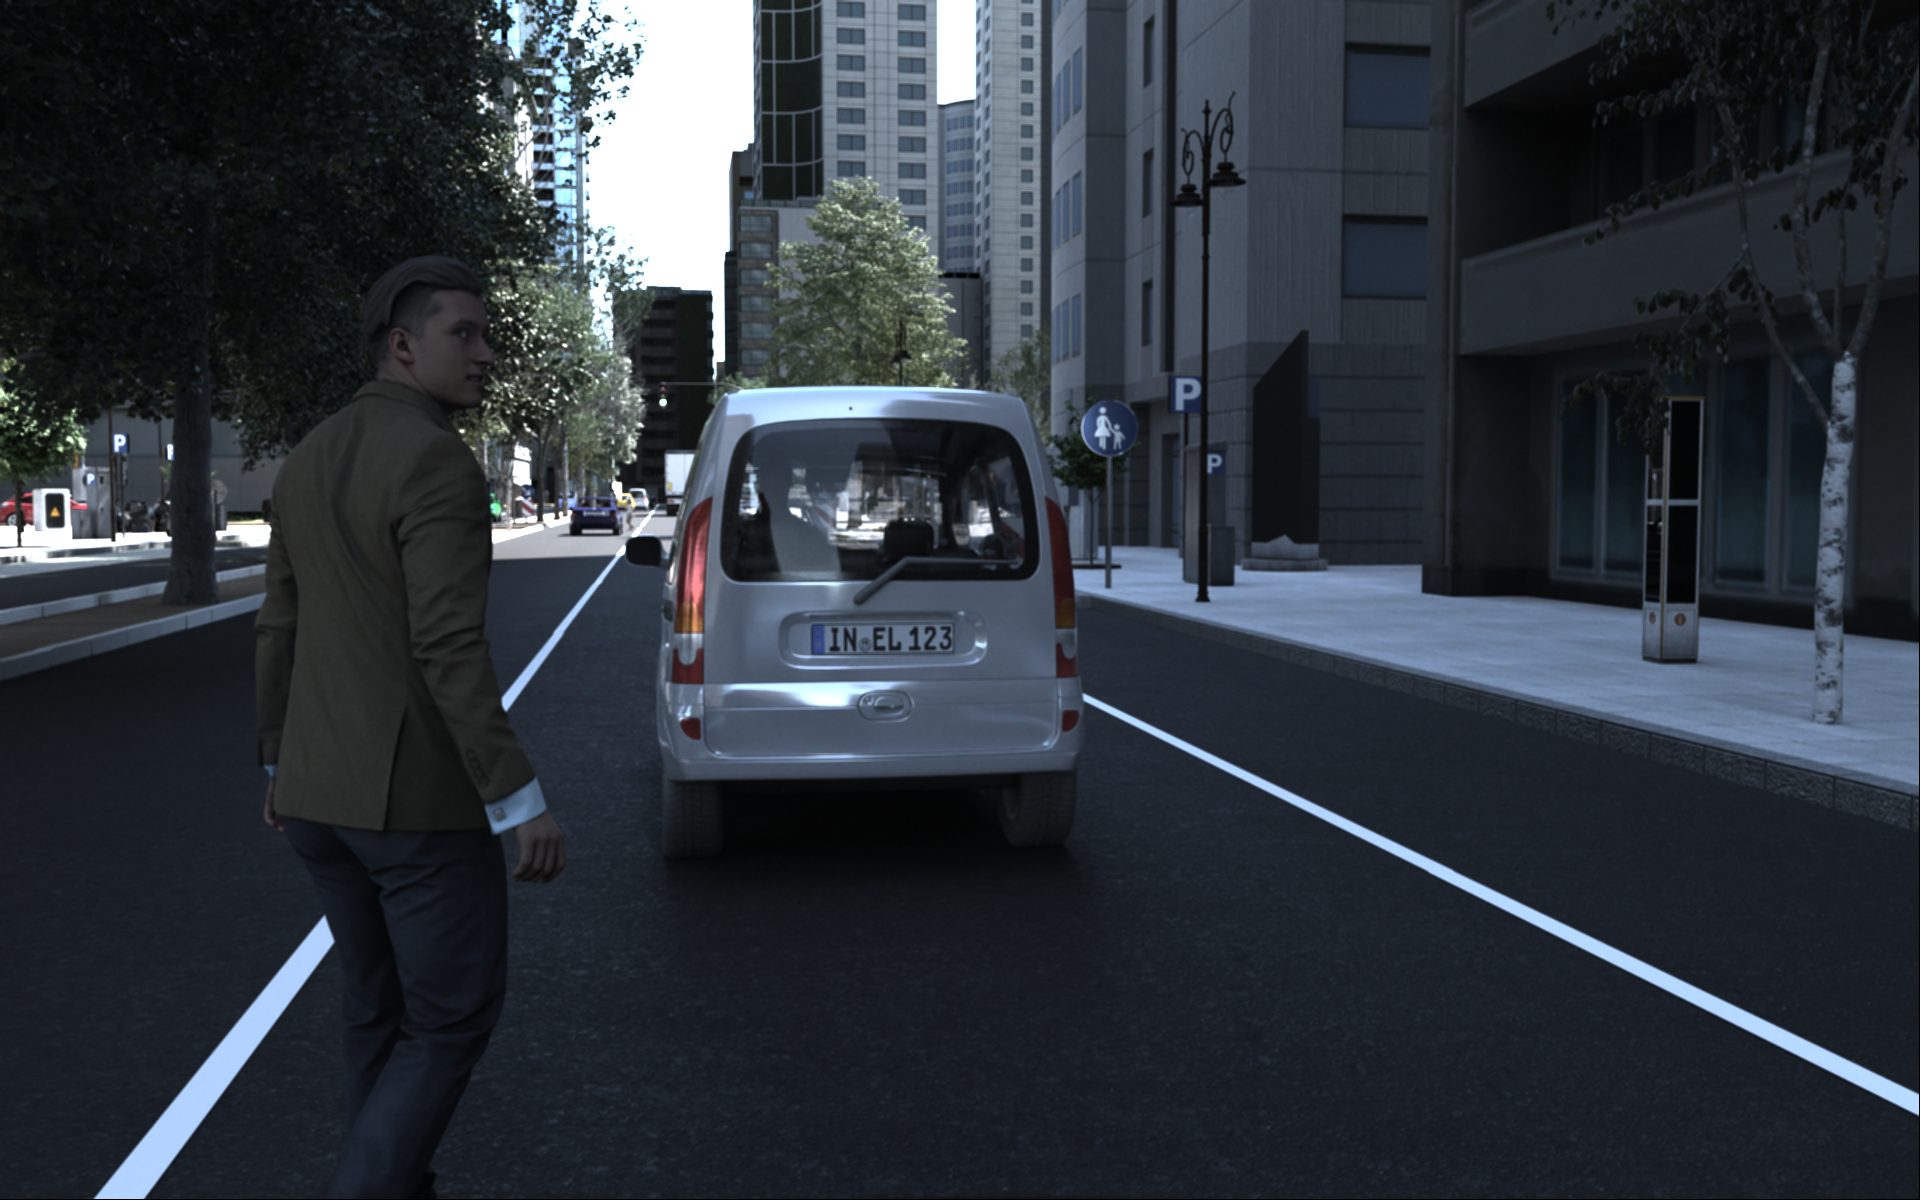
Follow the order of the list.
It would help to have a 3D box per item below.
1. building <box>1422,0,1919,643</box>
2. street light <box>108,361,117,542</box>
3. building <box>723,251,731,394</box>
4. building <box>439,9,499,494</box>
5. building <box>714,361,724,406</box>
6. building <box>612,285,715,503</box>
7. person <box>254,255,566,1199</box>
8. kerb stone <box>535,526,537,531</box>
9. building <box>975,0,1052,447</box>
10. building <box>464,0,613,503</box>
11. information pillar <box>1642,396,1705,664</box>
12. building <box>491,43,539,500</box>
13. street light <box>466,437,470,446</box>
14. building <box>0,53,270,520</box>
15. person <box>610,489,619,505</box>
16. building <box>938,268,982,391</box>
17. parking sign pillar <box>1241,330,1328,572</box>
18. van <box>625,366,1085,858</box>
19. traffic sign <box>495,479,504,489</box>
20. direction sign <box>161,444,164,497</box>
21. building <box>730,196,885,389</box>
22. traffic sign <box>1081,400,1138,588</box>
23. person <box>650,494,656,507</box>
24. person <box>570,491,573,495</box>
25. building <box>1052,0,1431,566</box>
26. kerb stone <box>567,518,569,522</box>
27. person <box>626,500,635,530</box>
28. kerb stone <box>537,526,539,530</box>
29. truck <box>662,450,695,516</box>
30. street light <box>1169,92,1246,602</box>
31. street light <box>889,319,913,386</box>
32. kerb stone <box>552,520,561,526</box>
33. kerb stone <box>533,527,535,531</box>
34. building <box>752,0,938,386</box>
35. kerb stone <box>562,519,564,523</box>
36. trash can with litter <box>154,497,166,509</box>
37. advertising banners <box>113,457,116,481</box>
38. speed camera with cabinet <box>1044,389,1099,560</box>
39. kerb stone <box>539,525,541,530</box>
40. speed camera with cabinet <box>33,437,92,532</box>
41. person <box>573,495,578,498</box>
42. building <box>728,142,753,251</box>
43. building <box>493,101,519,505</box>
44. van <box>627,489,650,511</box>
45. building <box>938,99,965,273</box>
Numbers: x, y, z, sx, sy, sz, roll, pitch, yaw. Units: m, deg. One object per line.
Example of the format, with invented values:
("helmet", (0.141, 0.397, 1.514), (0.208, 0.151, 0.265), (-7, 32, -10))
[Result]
("building", (18.233, -23.773, 12.395), (21.300, 48.544, 21.600), (-1, 4, -10))
("street light", (-22.542, -4.475, 45.953), (0.468, 5.910, 1.993), (-1, 4, -10))
("building", (-21.287, -26.666, 207.685), (14.160, 30.474, 14.107), (-1, 4, -10))
("building", (-49.793, -30.972, 156.496), (14.600, 45.320, 14.200), (-1, 4, -10))
("building", (-21.212, -25.027, 254.226), (28.899, 21.520, 27.650), (-1, 4, -10))
("building", (-41.566, -28.829, 243.050), (14.107, 30.474, 14.160), (-1, 4, -10))
("person", (-0.944, 0.336, 2.922), (0.656, 1.842, 0.836), (1, 4, 8))
("kerb stone", (-16.416, -2.703, 66.438), (0.120, 0.150, 1.000), (-1, 4, -10))
("building", (12.276, -48.095, 224.598), (20.611, 71.187, 20.563), (-1, 4, -10))
("building", (-64.876, -56.830, 241.846), (31.000, 86.520, 22.319), (-1, 4, -10))
("information pillar", (5.418, -0.531, 13.167), (0.304, 2.012, 0.304), (0, 4, -6))
("building", (-65.171, -37.805, 207.347), (27.495, 52.752, 28.713), (-1, 4, -10))
("street light", (-36.494, -9.529, 128.584), (0.468, 5.910, 1.993), (-1, 4, -10))
("building", (-46.122, -30.987, 95.876), (28.713, 52.752, 27.495), (-1, 4, -10))
("person", (-24.218, -6.887, 121.197), (0.616, 1.811, 0.778), (1, 4, 14))
("building", (-5.215, -27.735, 225.168), (14.107, 30.474, 14.160), (-1, 4, -10))
("parking sign pillar", (5.495, -2.492, 29.220), (1.447, 3.967, 1.447), (-2, 4, -27))
("van", (-0.596, -0.078, 8.280), (2.013, 2.044, 4.112), (-1, 4, -9))
("traffic sign", (-39.389, -9.047, 148.023), (0.768, 2.556, 0.104), (0, 4, -2))
("direction sign", (-36.094, -5.285, 78.403), (0.379, 3.537, 0.876), (-1, 4, -22))
("building", (-15.107, -24.516, 172.536), (14.160, 30.474, 14.107), (-1, 4, -10))
("traffic sign", (2.018, -1.430, 23.492), (0.768, 2.556, 0.104), (0, 4, -3))
("person", (-34.838, -11.285, 196.245), (0.697, 1.427, 0.421), (1, 4, 11))
("person", (-38.912, -10.020, 173.011), (0.721, 1.739, 1.217), (-1, 4, -17))
("building", (13.063, -30.736, 44.530), (21.231, 58.520, 28.212), (-1, 4, -10))
("kerb stone", (-19.916, -3.973, 87.146), (0.120, 0.150, 1.000), (-1, 4, -10))
("person", (-12.971, -3.353, 68.337), (0.382, 1.210, 0.505), (-1, 4, -22))
("kerb stone", (-16.582, -2.761, 67.447), (0.120, 0.150, 1.000), (-1, 4, -10))
("truck", (-18.635, -7.825, 116.851), (2.839, 4.237, 11.283), (-1, 4, -10))
("street light", (2.895, -2.916, 20.472), (0.468, 5.910, 1.993), (-1, 4, -10))
("street light", (-1.568, -4.479, 46.018), (0.468, 5.910, 1.993), (-1, 4, -10))
("kerb stone", (-18.886, -3.594, 81.084), (0.120, 0.150, 1.000), (-1, 4, -10))
("kerb stone", (-16.241, -2.644, 65.431), (0.120, 0.150, 1.000), (-1, 4, -10))
("building", (-14.062, -45.952, 189.568), (20.563, 71.187, 20.611), (-1, 4, -10))
("kerb stone", (-19.236, -3.725, 83.098), (0.120, 0.150, 1.000), (-1, 4, -10))
("trash can with litter", (-28.219, -3.089, 61.890), (0.624, 1.170, 1.055), (1, 4, 13))
("advertising banners", (-40.278, -5.223, 81.584), (2.074, 3.025, 0.090), (2, 4, 35))
("speed camera with cabinet", (2.133, -2.393, 33.457), (0.660, 3.252, 2.038), (1, 4, 20))
("kerb stone", (-16.758, -2.827, 68.453), (0.120, 0.150, 1.000), (-1, 4, -10))
("speed camera with cabinet", (-30.379, -3.948, 58.884), (0.660, 3.252, 2.038), (2, 4, 35))
("person", (-47.574, -12.588, 214.303), (0.705, 1.826, 1.348), (1, 4, 16))
("building", (-22.304, -34.942, 221.414), (14.600, 45.320, 14.200), (-1, 4, -10))
("building", (-58.512, -34.145, 177.873), (23.786, 49.044, 30.456), (-1, 4, -10))
("van", (-27.088, -8.479, 145.650), (2.013, 2.044, 4.112), (0, 4, -8))
("building", (8.854, -43.557, 254.150), (28.212, 58.520, 21.231), (-1, 4, -10))
